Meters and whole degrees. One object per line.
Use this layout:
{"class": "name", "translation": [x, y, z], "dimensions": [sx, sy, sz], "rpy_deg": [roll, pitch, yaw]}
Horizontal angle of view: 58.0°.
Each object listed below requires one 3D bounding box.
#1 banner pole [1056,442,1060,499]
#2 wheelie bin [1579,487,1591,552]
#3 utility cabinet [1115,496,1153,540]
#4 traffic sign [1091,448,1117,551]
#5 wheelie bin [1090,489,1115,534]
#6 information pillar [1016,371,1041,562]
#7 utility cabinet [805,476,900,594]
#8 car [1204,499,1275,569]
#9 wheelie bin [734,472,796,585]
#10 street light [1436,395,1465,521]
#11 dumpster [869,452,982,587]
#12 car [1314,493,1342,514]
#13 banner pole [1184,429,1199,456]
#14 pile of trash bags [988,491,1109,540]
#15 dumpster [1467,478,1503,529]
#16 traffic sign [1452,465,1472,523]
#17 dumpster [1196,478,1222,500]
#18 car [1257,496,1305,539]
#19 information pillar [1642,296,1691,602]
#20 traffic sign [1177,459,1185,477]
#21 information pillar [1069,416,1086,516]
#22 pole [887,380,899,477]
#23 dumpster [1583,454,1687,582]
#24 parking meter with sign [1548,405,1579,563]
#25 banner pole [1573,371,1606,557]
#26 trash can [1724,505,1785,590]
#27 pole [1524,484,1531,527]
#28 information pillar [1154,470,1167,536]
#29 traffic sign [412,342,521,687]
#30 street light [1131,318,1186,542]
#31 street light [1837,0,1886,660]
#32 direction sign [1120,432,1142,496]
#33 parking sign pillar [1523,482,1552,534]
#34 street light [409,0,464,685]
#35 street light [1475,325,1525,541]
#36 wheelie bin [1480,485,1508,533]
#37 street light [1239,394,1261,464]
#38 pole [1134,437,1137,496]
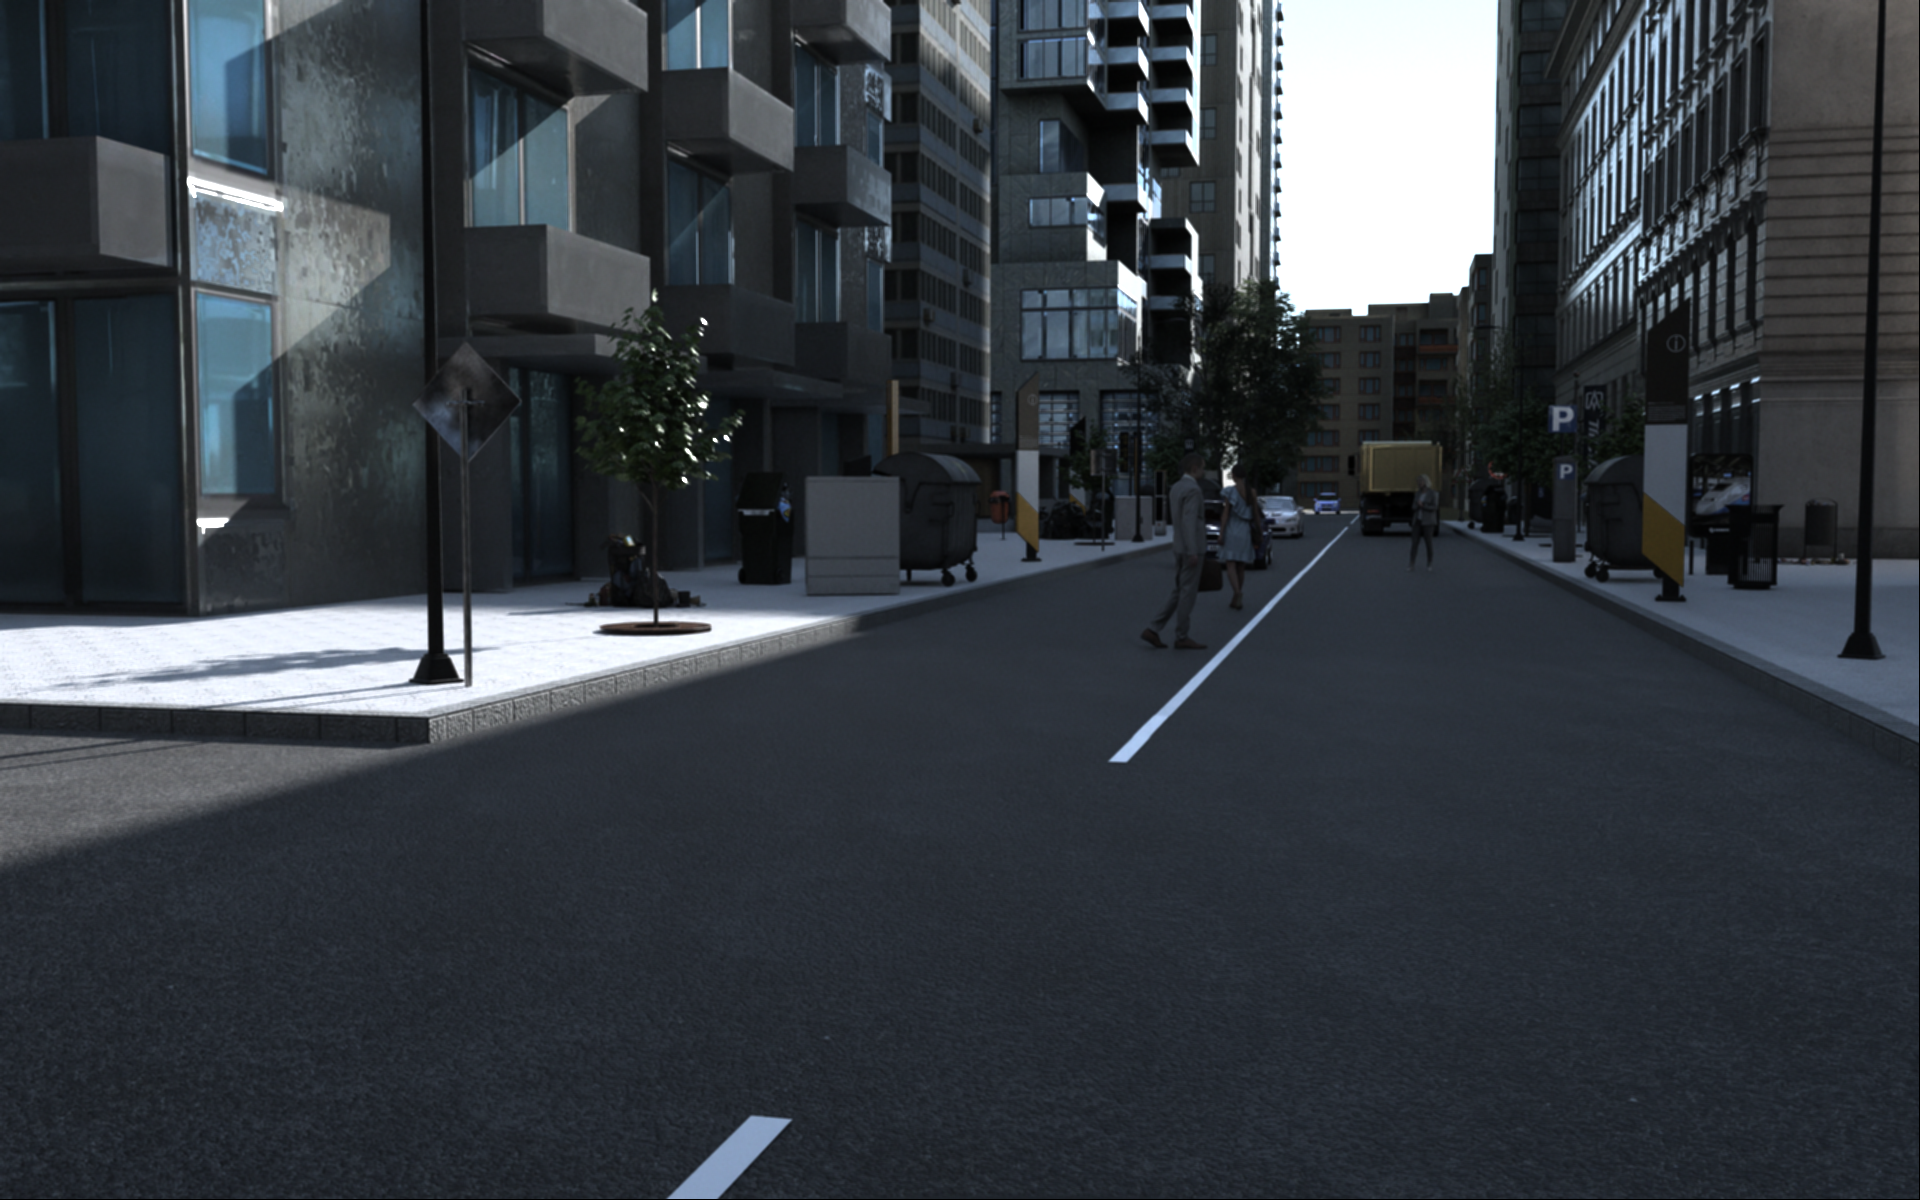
{"class": "banner pole", "translation": [4.614, -5.726, 83.640], "dimensions": [0.863, 3.779, 0.401], "rpy_deg": [-3, 5, -41]}
{"class": "wheelie bin", "translation": [14.265, -1.871, 38.499], "dimensions": [0.980, 1.594, 0.693], "rpy_deg": [2, 4, 34]}
{"class": "utility cabinet", "translation": [4.838, -2.267, 48.221], "dimensions": [1.020, 1.237, 0.306], "rpy_deg": [0, 4, -6]}
{"class": "traffic sign", "translation": [3.216, -2.247, 38.862], "dimensions": [0.606, 2.300, 0.079], "rpy_deg": [1, 4, 19]}
{"class": "wheelie bin", "translation": [4.618, -2.956, 56.240], "dimensions": [0.693, 1.594, 0.980], "rpy_deg": [-1, 4, -22]}
{"class": "information pillar", "translation": [1.291, -2.539, 32.870], "dimensions": [0.504, 3.616, 0.183], "rpy_deg": [-2, 4, -31]}
{"class": "utility cabinet", "translation": [-1.369, -0.814, 21.991], "dimensions": [1.173, 1.500, 0.318], "rpy_deg": [-1, 4, -10]}
{"class": "car", "translation": [5.264, -1.327, 34.269], "dimensions": [1.945, 1.354, 3.894], "rpy_deg": [1, 4, 12]}
{"class": "wheelie bin", "translation": [-2.777, -1.028, 24.713], "dimensions": [0.980, 1.594, 0.693], "rpy_deg": [1, 4, 22]}
{"class": "street light", "translation": [23.077, -6.664, 81.496], "dimensions": [1.470, 5.913, 1.316], "rpy_deg": [1, 4, 14]}
{"class": "dumpster", "translation": [-0.494, -1.159, 24.709], "dimensions": [1.264, 1.857, 1.865], "rpy_deg": [1, 4, 14]}
{"class": "car", "translation": [26.170, -6.950, 123.218], "dimensions": [1.945, 1.707, 3.694], "rpy_deg": [1, 4, 14]}
{"class": "banner pole", "translation": [8.888, -4.661, 66.218], "dimensions": [0.863, 3.779, 0.401], "rpy_deg": [-2, 4, -30]}
{"class": "pile of trash bags", "translation": [2.417, -2.415, 49.231], "dimensions": [3.447, 1.369, 1.912], "rpy_deg": [-1, 4, -23]}
{"class": "dumpster", "translation": [19.342, -3.544, 63.695], "dimensions": [1.264, 1.857, 1.865], "rpy_deg": [1, 4, 14]}
{"class": "traffic sign", "translation": [22.608, -4.769, 77.977], "dimensions": [0.884, 2.594, 0.081], "rpy_deg": [1, 4, 18]}
{"class": "dumpster", "translation": [8.991, -3.563, 64.014], "dimensions": [1.264, 1.857, 1.865], "rpy_deg": [1, 4, 14]}
{"class": "car", "translation": [10.392, -2.757, 57.439], "dimensions": [2.083, 1.381, 4.827], "rpy_deg": [1, 4, 14]}
{"class": "information pillar", "translation": [8.439, -1.793, 20.675], "dimensions": [0.504, 3.616, 0.183], "rpy_deg": [1, 4, 23]}
{"class": "traffic sign", "translation": [7.843, -3.646, 59.722], "dimensions": [0.768, 2.556, 0.104], "rpy_deg": [1, 4, 20]}
{"class": "information pillar", "translation": [3.543, -3.709, 51.991], "dimensions": [0.504, 3.616, 0.183], "rpy_deg": [1, 4, 16]}
{"class": "pole", "translation": [-1.206, -2.279, 31.112], "dimensions": [0.158, 3.312, 0.155], "rpy_deg": [0, 3, 0]}
{"class": "dumpster", "translation": [9.985, -1.217, 25.652], "dimensions": [1.264, 1.857, 1.865], "rpy_deg": [1, 4, 13]}
{"class": "parking meter with sign", "translation": [11.557, -2.257, 33.161], "dimensions": [0.543, 3.016, 1.738], "rpy_deg": [1, 4, 16]}
{"class": "banner pole", "translation": [12.710, -2.763, 35.184], "dimensions": [0.401, 3.779, 0.863], "rpy_deg": [-3, 5, -45]}
{"class": "trash can", "translation": [10.709, -0.718, 23.386], "dimensions": [0.748, 1.137, 0.748], "rpy_deg": [0, 3, 0]}
{"class": "pole", "translation": [20.945, -4.283, 63.874], "dimensions": [0.158, 3.312, 0.155], "rpy_deg": [0, 3, 0]}
{"class": "information pillar", "translation": [6.187, -2.991, 53.394], "dimensions": [0.304, 2.012, 0.304], "rpy_deg": [1, 4, 23]}
{"class": "traffic sign", "translation": [-3.273, -0.480, 11.483], "dimensions": [0.795, 2.450, 0.064], "rpy_deg": [1, 4, 14]}
{"class": "street light", "translation": [5.284, -4.494, 46.023], "dimensions": [1.470, 5.913, 1.316], "rpy_deg": [1, 4, 14]}
{"class": "street light", "translation": [6.549, -2.508, 13.543], "dimensions": [1.470, 5.913, 1.316], "rpy_deg": [1, 4, 14]}
{"class": "direction sign", "translation": [6.202, -4.338, 62.922], "dimensions": [0.876, 3.537, 0.379], "rpy_deg": [2, 4, 30]}
{"class": "parking sign pillar", "translation": [19.233, -4.176, 56.751], "dimensions": [1.447, 3.967, 1.447], "rpy_deg": [-1, 4, -12]}
{"class": "street light", "translation": [-3.047, -2.383, 11.506], "dimensions": [1.470, 5.913, 1.316], "rpy_deg": [1, 4, 14]}
{"class": "street light", "translation": [14.822, -4.588, 47.547], "dimensions": [1.470, 5.913, 1.316], "rpy_deg": [1, 4, 14]}
{"class": "wheelie bin", "translation": [17.712, -3.026, 57.377], "dimensions": [0.980, 1.594, 0.693], "rpy_deg": [-3, 4, -37]}
{"class": "street light", "translation": [13.454, -6.572, 79.992], "dimensions": [1.470, 5.913, 1.316], "rpy_deg": [1, 4, 14]}
{"class": "pole", "translation": [6.351, -4.182, 62.222], "dimensions": [0.158, 3.312, 0.155], "rpy_deg": [0, 3, 0]}
